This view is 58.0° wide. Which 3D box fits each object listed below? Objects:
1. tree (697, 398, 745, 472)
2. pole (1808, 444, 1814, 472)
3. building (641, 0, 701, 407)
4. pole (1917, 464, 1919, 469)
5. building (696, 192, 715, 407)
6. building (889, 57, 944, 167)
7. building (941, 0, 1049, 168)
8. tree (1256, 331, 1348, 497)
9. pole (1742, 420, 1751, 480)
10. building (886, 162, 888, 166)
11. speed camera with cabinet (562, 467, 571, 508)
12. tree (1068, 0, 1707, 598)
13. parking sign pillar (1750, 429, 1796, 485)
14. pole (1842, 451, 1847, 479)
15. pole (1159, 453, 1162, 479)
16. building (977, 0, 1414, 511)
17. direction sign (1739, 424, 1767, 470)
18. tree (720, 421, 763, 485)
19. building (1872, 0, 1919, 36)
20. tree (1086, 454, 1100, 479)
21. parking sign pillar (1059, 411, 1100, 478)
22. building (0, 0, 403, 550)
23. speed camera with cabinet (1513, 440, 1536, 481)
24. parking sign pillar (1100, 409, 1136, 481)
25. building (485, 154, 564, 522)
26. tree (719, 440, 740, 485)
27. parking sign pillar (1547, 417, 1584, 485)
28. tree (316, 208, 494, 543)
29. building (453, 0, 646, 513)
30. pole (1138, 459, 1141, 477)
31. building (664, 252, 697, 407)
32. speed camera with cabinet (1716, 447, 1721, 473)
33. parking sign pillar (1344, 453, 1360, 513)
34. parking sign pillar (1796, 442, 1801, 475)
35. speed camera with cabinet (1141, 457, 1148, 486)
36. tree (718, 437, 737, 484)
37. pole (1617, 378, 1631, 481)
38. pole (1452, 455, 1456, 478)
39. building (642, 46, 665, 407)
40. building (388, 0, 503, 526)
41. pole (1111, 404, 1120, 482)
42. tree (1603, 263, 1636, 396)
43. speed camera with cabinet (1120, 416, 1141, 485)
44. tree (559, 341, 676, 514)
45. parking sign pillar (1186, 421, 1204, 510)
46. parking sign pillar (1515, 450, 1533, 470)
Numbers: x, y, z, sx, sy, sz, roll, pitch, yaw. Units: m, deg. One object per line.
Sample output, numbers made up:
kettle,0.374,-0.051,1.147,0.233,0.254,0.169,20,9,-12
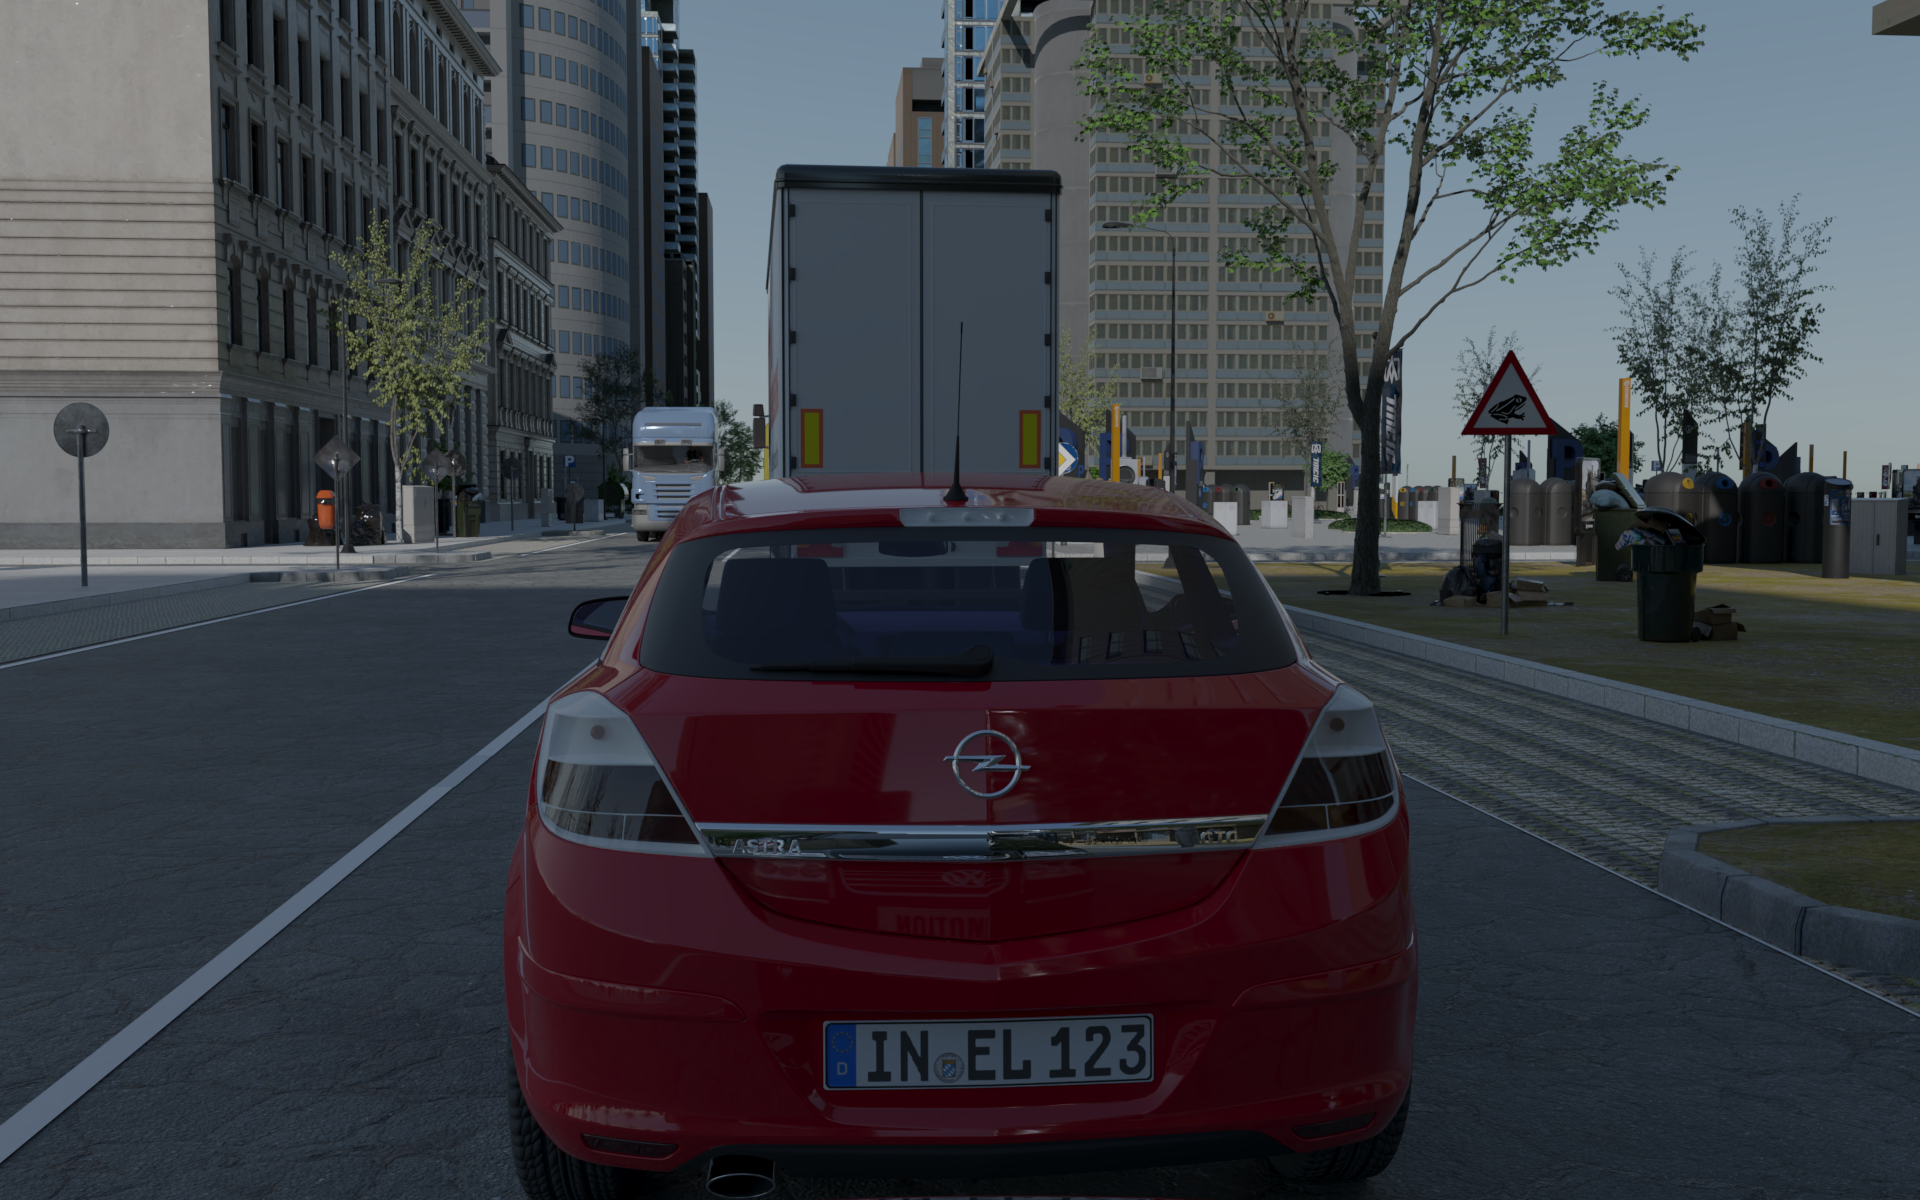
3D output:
tree,-26.869,-16.015,187.606,9.928,11.665,9.643,0,3,0
pole,34.846,-4.717,70.967,0.158,3.312,0.155,0,3,0
building,-44.120,-55.830,225.484,22.319,86.520,31.000,0,4,-5
pole,64.031,-7.459,115.799,0.158,3.312,0.155,0,3,0
building,-42.767,-36.660,249.507,14.600,45.320,14.200,0,4,-5
building,0.612,-32.388,179.647,14.600,45.320,14.200,0,4,-5
building,7.050,-51.596,156.260,22.319,86.520,31.000,0,4,-5
tree,15.548,-7.753,77.128,4.360,8.622,3.978,0,3,0
pole,21.548,-3.280,47.467,0.158,3.312,0.155,0,3,0
building,0.334,-37.546,233.482,23.786,49.044,30.456,0,4,-5
speed camera with cabinet,-20.981,-6.046,93.194,0.660,3.252,2.038,-1,4,-19
tree,5.066,-5.856,21.506,9.928,11.665,9.643,0,3,0
parking sign pillar,31.375,-4.842,67.632,1.447,3.967,1.447,-1,4,-14
pole,41.853,-5.391,81.991,0.158,3.312,0.155,0,3,0
pole,10.019,-5.678,86.681,0.158,3.312,0.155,0,3,0
building,14.694,-26.845,130.795,32.217,40.220,23.993,0,4,-5
direction sign,25.686,-3.926,56.183,0.379,3.537,0.876,-3,4,-36
tree,-33.797,-21.426,268.437,7.486,12.596,7.792,0,3,0
building,25.038,-25.612,8.003,28.713,52.752,27.495,0,4,-5
tree,5.338,-4.203,63.326,1.663,3.219,1.824,0,3,0
parking sign pillar,2.974,-3.782,50.307,1.447,3.967,1.447,3,4,37
building,-22.548,-12.170,48.123,9.793,20.994,18.267,0,4,-5
speed camera with cabinet,21.155,-4.249,63.806,2.038,3.252,0.660,-3,5,-40
parking sign pillar,4.965,-4.047,54.644,1.447,3.967,1.447,-3,4,-36
building,-26.778,-13.675,88.210,10.561,19.102,19.286,0,4,-5
tree,-30.001,-16.580,221.452,4.737,8.622,4.395,0,3,0
parking sign pillar,21.337,-4.432,60.933,1.447,3.967,1.447,-1,4,-14
tree,-14.626,-5.832,45.711,4.737,8.622,4.395,0,3,0
building,-34.728,-35.620,124.379,21.231,58.520,28.212,0,4,-5
pole,10.346,-6.510,100.285,0.158,3.312,0.155,0,3,0
building,-38.583,-26.456,204.251,14.160,30.474,14.107,0,4,-5
speed camera with cabinet,31.830,-4.840,73.475,0.660,3.252,2.038,1,4,16
parking sign pillar,26.137,-7.748,115.160,1.447,3.967,1.447,3,4,36
parking sign pillar,43.141,-6.224,90.233,1.447,3.967,1.447,-1,4,-18
speed camera with cabinet,9.370,-6.027,92.878,0.660,3.252,2.038,-1,4,-23
tree,-28.662,-15.700,207.062,4.360,8.622,3.978,0,3,0
pole,11.693,-2.245,30.553,0.158,3.312,0.155,0,3,0
pole,26.100,-5.977,91.562,0.158,3.312,0.155,0,3,0
building,-36.690,-31.826,170.458,14.600,45.320,14.200,0,4,-5
building,-24.951,-14.573,67.144,11.050,23.489,19.941,0,4,-5
pole,3.531,-2.783,39.346,0.158,3.312,0.155,0,3,0
tree,20.994,-6.159,51.065,4.360,8.622,3.978,0,3,0
speed camera with cabinet,3.441,-3.012,43.580,2.038,3.252,0.660,0,4,4
tree,-20.264,-10.402,104.492,8.767,10.594,7.601,1,4,18
parking sign pillar,8.722,-4.642,64.367,1.447,3.967,1.447,1,4,19
parking sign pillar,34.324,-7.158,105.511,1.447,3.967,1.447,-1,4,-13
